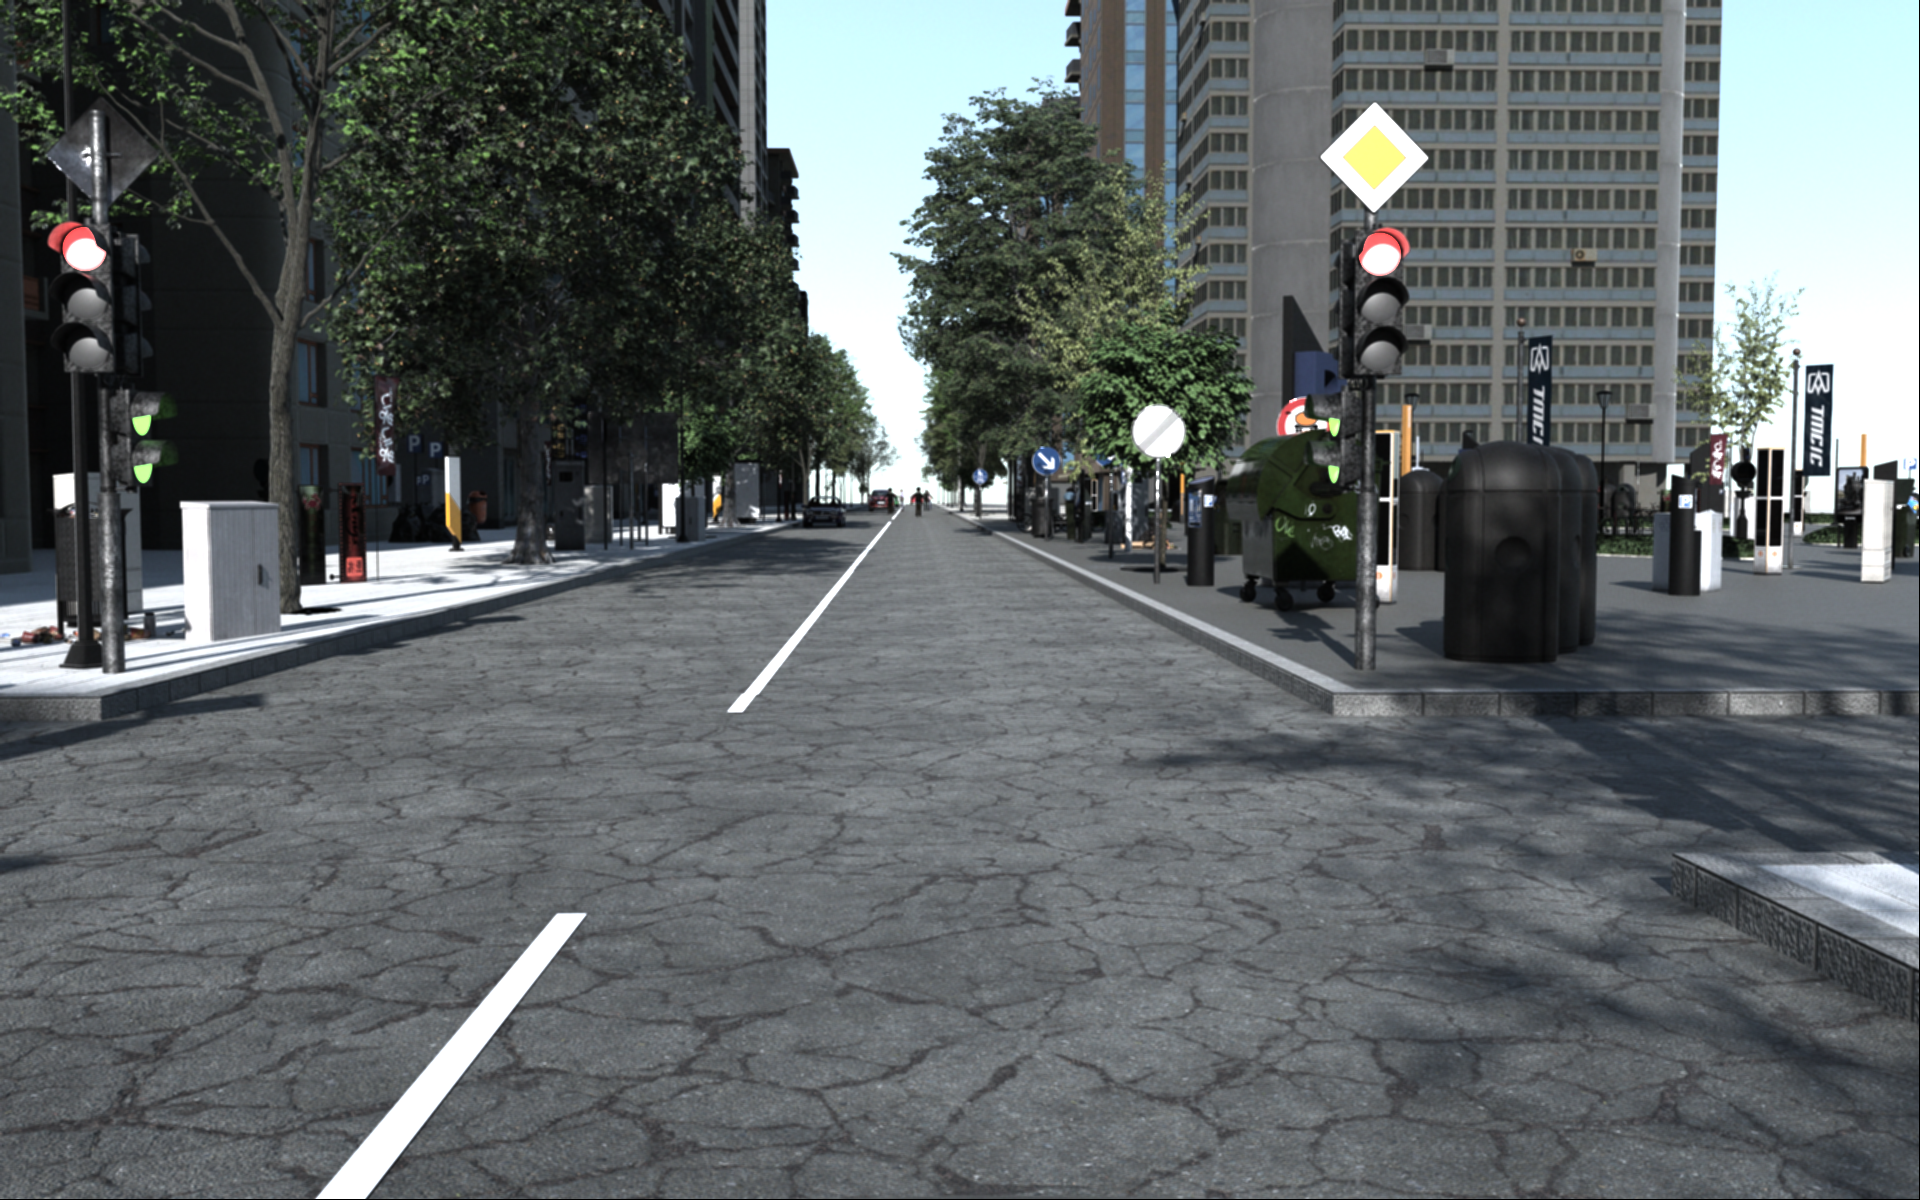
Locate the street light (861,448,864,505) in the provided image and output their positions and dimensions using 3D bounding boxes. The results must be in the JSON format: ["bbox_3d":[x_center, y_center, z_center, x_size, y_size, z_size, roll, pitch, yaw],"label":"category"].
[{"bbox_3d":[-10.302,-12.237,172.609,1.470,5.913,1.316,0,4,-2],"label":"street light"}]

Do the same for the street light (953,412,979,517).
[{"bbox_3d":[0.488,-7.650,97.612,1.470,5.913,1.316,0,4,-2],"label":"street light"}]

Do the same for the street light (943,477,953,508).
[{"bbox_3d":[-0.409,-9.697,131.080,1.470,5.913,1.316,0,4,-2],"label":"street light"}]

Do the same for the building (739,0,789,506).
[{"bbox_3d":[-29.359,-45.884,188.454,20.563,71.187,20.611,0,4,-2],"label":"building"}]

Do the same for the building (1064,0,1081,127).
[{"bbox_3d":[19.954,-29.735,140.796,22.147,44.769,28.867,0,4,-2],"label":"building"}]

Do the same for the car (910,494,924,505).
[{"bbox_3d":[-5.759,-13.668,232.507,2.155,1.783,4.494,0,4,-1],"label":"car"}]

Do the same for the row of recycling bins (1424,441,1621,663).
[{"bbox_3d":[4.835,-0.463,14.676,1.069,1.692,3.534,2,4,25],"label":"row of recycling bins"}]

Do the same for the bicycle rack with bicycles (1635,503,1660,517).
[{"bbox_3d":[28.704,-3.611,72.427,2.925,0.926,2.852,2,4,34],"label":"bicycle rack with bicycles"}]

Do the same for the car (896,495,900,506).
[{"bbox_3d":[-8.357,-12.266,212.917,2.083,1.381,4.827,0,4,-2],"label":"car"}]

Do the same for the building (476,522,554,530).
[{"bbox_3d":[-27.596,-27.378,71.338,21.300,48.544,21.600,0,4,-2],"label":"building"}]

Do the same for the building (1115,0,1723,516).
[{"bbox_3d":[25.773,-24.993,100.523,32.217,40.220,23.993,0,4,-2],"label":"building"}]

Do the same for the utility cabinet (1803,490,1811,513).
[{"bbox_3d":[40.882,-4.601,83.909,0.318,1.500,1.173,3,5,44],"label":"utility cabinet"}]

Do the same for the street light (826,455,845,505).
[{"bbox_3d":[-8.876,-9.131,121.828,1.470,5.913,1.316,0,4,-2],"label":"street light"}]

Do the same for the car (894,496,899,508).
[{"bbox_3d":[-7.462,-10.733,184.284,1.959,1.807,4.718,0,4,-3],"label":"car"}]

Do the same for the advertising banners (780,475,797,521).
[{"bbox_3d":[-8.453,-5.403,84.533,0.090,3.025,2.074,-2,4,-30],"label":"advertising banners"}]

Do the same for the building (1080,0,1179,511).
[{"bbox_3d":[15.822,-28.688,119.166,14.600,45.320,14.200,0,4,-2],"label":"building"}]

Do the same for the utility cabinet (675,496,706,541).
[{"bbox_3d":[-7.368,-2.210,47.297,1.020,1.237,0.306,3,5,44],"label":"utility cabinet"}]

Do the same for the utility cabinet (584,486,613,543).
[{"bbox_3d":[-9.618,-2.218,44.936,1.173,1.500,0.318,0,4,-6],"label":"utility cabinet"}]

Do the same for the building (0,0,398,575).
[{"bbox_3d":[-29.217,-11.513,33.278,27.650,21.520,28.899,0,4,-2],"label":"building"}]

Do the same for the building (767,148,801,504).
[{"bbox_3d":[-31.298,-34.217,214.076,22.147,44.769,28.867,0,4,-2],"label":"building"}]

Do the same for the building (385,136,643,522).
[{"bbox_3d":[-28.091,-28.950,97.038,21.300,48.544,21.600,0,4,-2],"label":"building"}]

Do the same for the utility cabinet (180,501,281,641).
[{"bbox_3d":[-6.525,-0.269,15.555,0.306,1.237,1.020,1,4,12],"label":"utility cabinet"}]

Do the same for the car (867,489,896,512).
[{"bbox_3d":[-6.319,-8.032,139.995,2.281,1.827,5.304,0,4,-1],"label":"car"}]

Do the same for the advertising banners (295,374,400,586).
[{"bbox_3d":[-8.790,-1.758,24.935,0.090,3.025,2.074,2,4,26],"label":"advertising banners"}]

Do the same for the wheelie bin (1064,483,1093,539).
[{"bbox_3d":[3.344,-2.527,49.225,0.693,1.594,0.980,2,4,26],"label":"wheelie bin"}]

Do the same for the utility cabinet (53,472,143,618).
[{"bbox_3d":[-9.013,-0.577,18.117,0.318,1.500,1.173,0,4,2],"label":"utility cabinet"}]

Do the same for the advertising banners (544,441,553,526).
[{"bbox_3d":[-13.073,-3.685,56.435,0.090,3.025,2.074,-3,4,-38],"label":"advertising banners"}]

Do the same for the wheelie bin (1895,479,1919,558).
[{"bbox_3d":[19.069,-1.676,35.316,0.693,1.594,0.980,-3,5,-41],"label":"wheelie bin"}]

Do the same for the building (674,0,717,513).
[{"bbox_3d":[-24.064,-26.407,115.347,14.154,41.232,14.086,0,4,-2],"label":"building"}]

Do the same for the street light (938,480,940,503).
[{"bbox_3d":[-1.302,-11.724,164.220,1.470,5.913,1.316,0,4,-2],"label":"street light"}]

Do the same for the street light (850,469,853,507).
[{"bbox_3d":[-9.816,-11.163,155.061,1.470,5.913,1.316,0,4,-2],"label":"street light"}]

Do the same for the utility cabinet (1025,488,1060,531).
[{"bbox_3d":[2.816,-3.089,59.181,1.173,1.500,0.318,1,4,15],"label":"utility cabinet"}]

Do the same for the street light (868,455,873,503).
[{"bbox_3d":[-11.081,-14.263,205.735,1.470,5.913,1.316,0,4,-2],"label":"street light"}]

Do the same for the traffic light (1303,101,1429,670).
[{"bbox_3d":[2.949,-1.447,12.576,0.839,4.253,0.868,0,4,-2],"label":"traffic light"}]

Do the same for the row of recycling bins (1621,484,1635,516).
[{"bbox_3d":[25.296,-3.782,68.947,1.069,1.692,3.534,-2,4,-33],"label":"row of recycling bins"}]

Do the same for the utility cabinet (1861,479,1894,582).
[{"bbox_3d":[13.467,-1.022,25.391,0.318,1.500,1.173,2,4,33],"label":"utility cabinet"}]

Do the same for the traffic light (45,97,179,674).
[{"bbox_3d":[-6.059,-1.431,12.317,0.839,4.253,0.868,0,4,-2],"label":"traffic light"}]

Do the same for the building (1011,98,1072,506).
[{"bbox_3d":[13.882,-33.444,196.925,14.600,45.320,14.200,0,4,-2],"label":"building"}]

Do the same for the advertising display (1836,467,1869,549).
[{"bbox_3d":[21.078,-2.185,40.939,0.123,1.923,0.974,-1,4,-9],"label":"advertising display"}]

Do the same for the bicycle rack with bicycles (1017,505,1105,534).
[{"bbox_3d":[3.339,-2.690,57.368,2.925,0.926,2.852,0,4,8],"label":"bicycle rack with bicycles"}]

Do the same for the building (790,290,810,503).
[{"bbox_3d":[-28.058,-28.427,236.486,14.160,30.474,14.107,0,4,-2],"label":"building"}]

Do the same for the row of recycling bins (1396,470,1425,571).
[{"bbox_3d":[8.108,-1.333,28.912,1.069,1.692,3.534,-3,5,-42],"label":"row of recycling bins"}]

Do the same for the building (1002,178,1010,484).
[{"bbox_3d":[17.130,-35.357,232.710,22.147,44.769,28.867,0,4,-2],"label":"building"}]

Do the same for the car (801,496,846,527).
[{"bbox_3d":[-5.925,-3.861,75.707,1.945,1.354,3.894,0,4,-1],"label":"car"}]

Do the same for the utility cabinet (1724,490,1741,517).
[{"bbox_3d":[37.441,-4.582,83.600,1.173,1.500,0.318,0,4,-3],"label":"utility cabinet"}]

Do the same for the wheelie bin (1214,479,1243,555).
[{"bbox_3d":[5.708,-1.755,36.609,0.980,1.594,0.693,-2,4,-30],"label":"wheelie bin"}]

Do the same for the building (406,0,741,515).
[{"bbox_3d":[-28.542,-31.139,132.819,21.300,48.544,21.600,0,4,-2],"label":"building"}]

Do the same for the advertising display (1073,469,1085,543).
[{"bbox_3d":[3.129,-2.466,45.527,0.123,1.923,0.974,0,4,-6],"label":"advertising display"}]

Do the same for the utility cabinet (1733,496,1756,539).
[{"bbox_3d":[21.827,-2.229,47.604,1.020,1.237,0.306,0,4,-2],"label":"utility cabinet"}]
